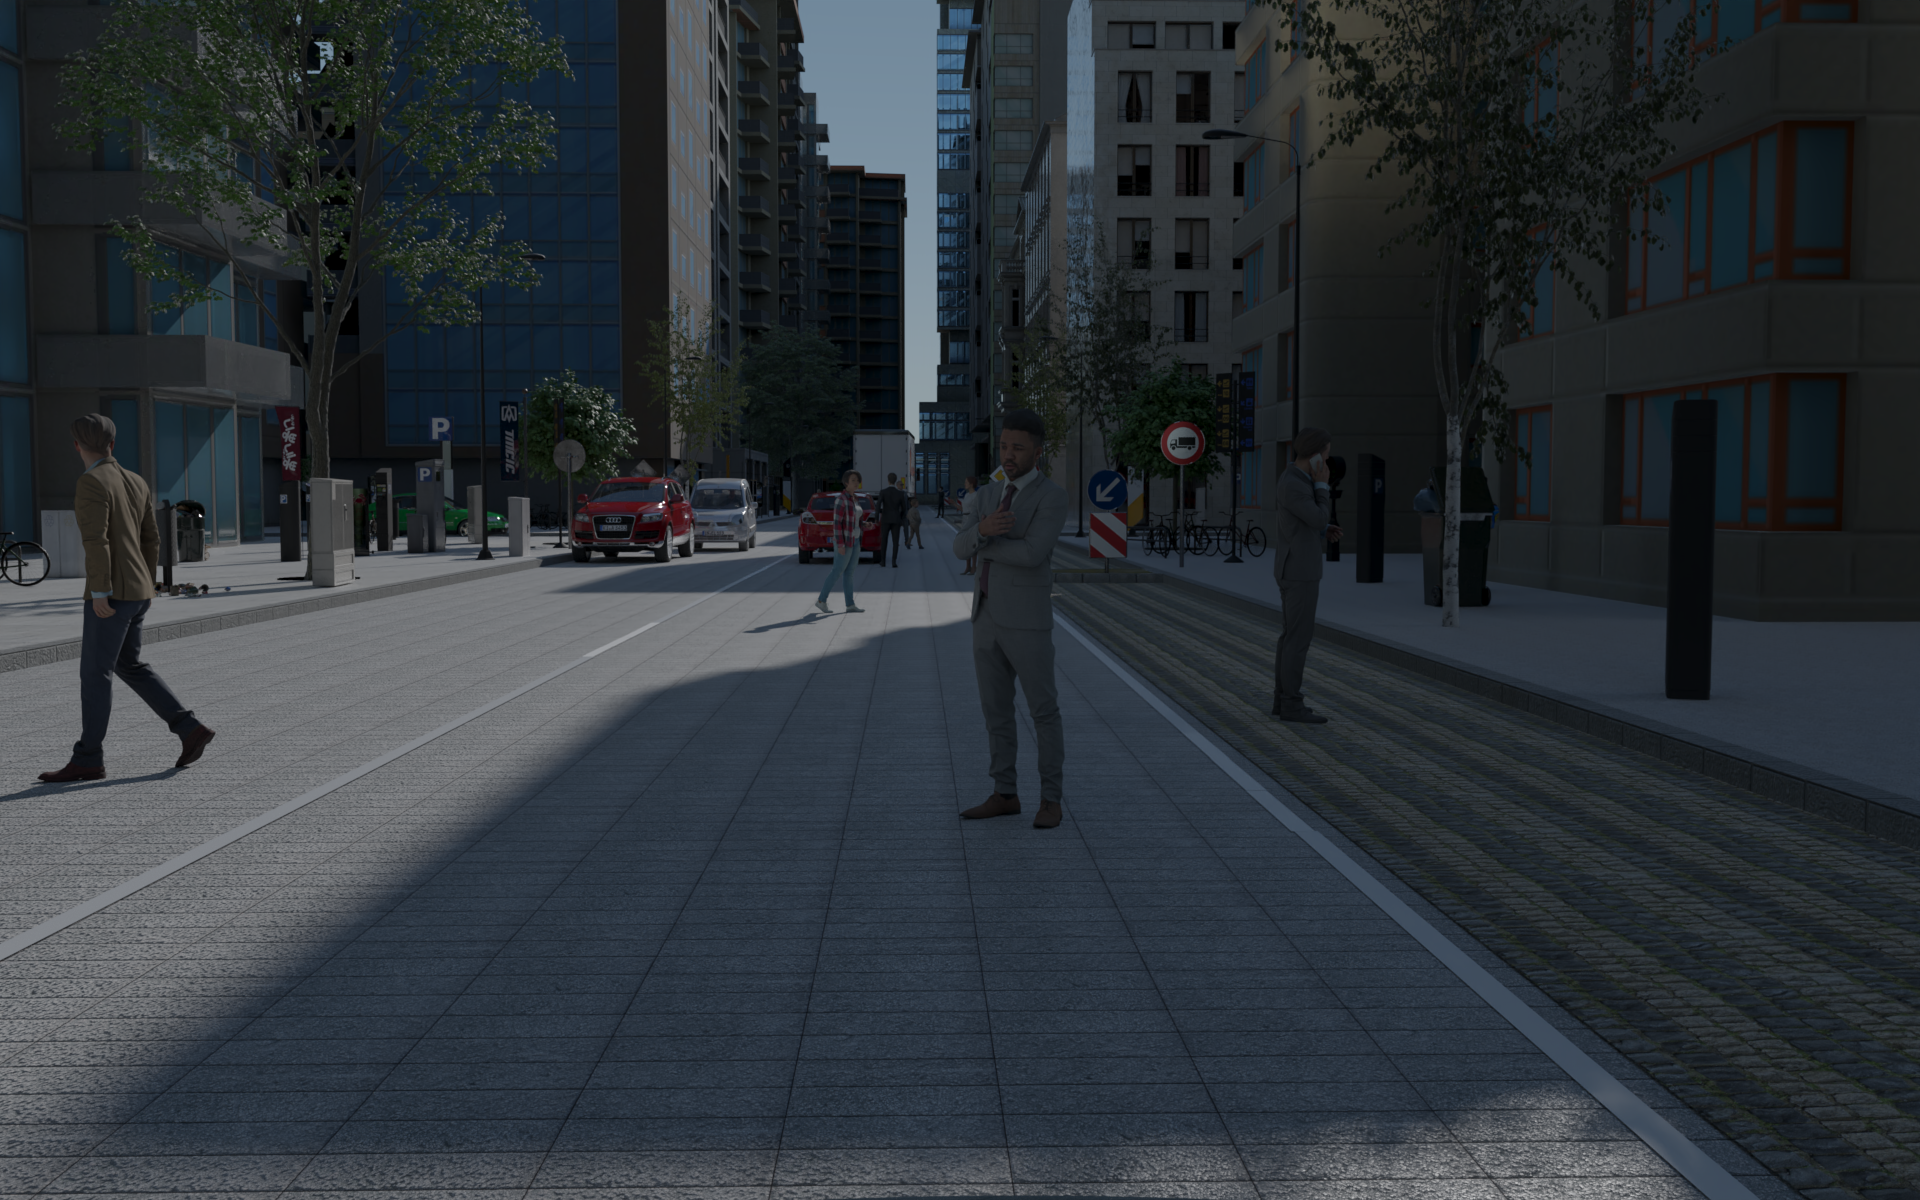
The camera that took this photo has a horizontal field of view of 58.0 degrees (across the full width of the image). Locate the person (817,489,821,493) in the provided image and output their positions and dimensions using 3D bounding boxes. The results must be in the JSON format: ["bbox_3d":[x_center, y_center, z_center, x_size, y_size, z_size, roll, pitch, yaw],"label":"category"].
[{"bbox_3d":[-10.208,-7.168,125.883,0.537,1.800,0.526,1,4,12],"label":"person"}]

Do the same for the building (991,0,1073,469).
[{"bbox_3d":[9.521,-28.250,145.486,14.154,41.232,14.086,0,4,-2],"label":"building"}]

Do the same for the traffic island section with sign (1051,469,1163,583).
[{"bbox_3d":[2.249,-1.224,28.638,1.989,1.847,2.006,0,4,-2],"label":"traffic island section with sign"}]

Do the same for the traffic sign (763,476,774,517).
[{"bbox_3d":[-10.648,-5.758,96.275,0.606,2.300,0.079,0,4,7],"label":"traffic sign"}]

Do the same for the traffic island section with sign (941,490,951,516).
[{"bbox_3d":[-0.024,-6.319,111.936,1.989,1.847,2.006,0,4,-2],"label":"traffic island section with sign"}]

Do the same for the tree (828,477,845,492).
[{"bbox_3d":[-13.674,-12.001,190.824,1.663,3.219,1.824,0,3,0],"label":"tree"}]

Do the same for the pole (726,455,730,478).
[{"bbox_3d":[-12.082,-5.898,90.270,0.158,3.312,0.155,0,3,0],"label":"pole"}]

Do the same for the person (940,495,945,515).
[{"bbox_3d":[-1.240,-6.522,115.227,0.391,1.810,0.635,-3,5,-42],"label":"person"}]

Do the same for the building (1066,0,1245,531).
[{"bbox_3d":[12.853,-12.850,64.848,16.860,20.320,10.420,0,4,-2],"label":"building"}]

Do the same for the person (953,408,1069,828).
[{"bbox_3d":[0.209,0.071,7.525,0.511,1.800,0.466,2,4,26],"label":"person"}]

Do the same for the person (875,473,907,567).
[{"bbox_3d":[-1.383,-1.569,33.930,0.659,1.850,0.755,-1,4,-11],"label":"person"}]

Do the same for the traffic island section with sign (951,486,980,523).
[{"bbox_3d":[0.718,-4.671,84.991,1.989,1.847,2.006,0,4,-2],"label":"traffic island section with sign"}]

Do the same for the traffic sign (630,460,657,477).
[{"bbox_3d":[-9.284,-2.885,50.808,0.795,2.450,0.064,0,4,-2],"label":"traffic sign"}]

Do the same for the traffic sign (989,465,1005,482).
[{"bbox_3d":[1.389,-3.390,59.066,0.795,2.450,0.064,0,4,-2],"label":"traffic sign"}]

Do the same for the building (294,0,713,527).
[{"bbox_3d":[-18.407,-25.895,73.491,14.600,45.320,14.200,0,4,-2],"label":"building"}]

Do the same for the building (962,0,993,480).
[{"bbox_3d":[14.906,-37.050,195.011,28.713,52.752,27.495,0,4,-2],"label":"building"}]

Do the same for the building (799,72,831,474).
[{"bbox_3d":[-30.134,-35.263,196.152,30.456,49.044,23.786,0,4,-2],"label":"building"}]

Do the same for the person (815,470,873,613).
[{"bbox_3d":[-1.396,-0.711,20.961,0.643,1.720,0.563,1,4,22],"label":"person"}]

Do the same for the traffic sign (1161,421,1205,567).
[{"bbox_3d":[3.885,-1.845,30.265,0.768,2.556,0.104,0,4,3],"label":"traffic sign"}]

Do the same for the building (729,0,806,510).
[{"bbox_3d":[-24.616,-30.137,147.366,22.147,44.769,28.867,0,4,-2],"label":"building"}]

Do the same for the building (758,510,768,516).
[{"bbox_3d":[-21.883,-40.463,99.824,20.563,71.187,20.611,0,4,-2],"label":"building"}]

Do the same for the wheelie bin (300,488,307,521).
[{"bbox_3d":[-31.627,-4.610,83.286,0.693,1.594,0.980,-1,4,-18],"label":"wheelie bin"}]

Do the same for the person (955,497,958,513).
[{"bbox_3d":[-0.189,-7.013,127.851,0.352,1.250,0.332,0,4,6],"label":"person"}]

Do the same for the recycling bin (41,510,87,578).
[{"bbox_3d":[-13.628,-0.868,26.753,0.722,1.027,0.722,1,4,15],"label":"recycling bin"}]

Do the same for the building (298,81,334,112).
[{"bbox_3d":[-74.231,-39.201,230.168,27.495,52.752,28.713,0,4,-2],"label":"building"}]

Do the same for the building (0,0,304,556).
[{"bbox_3d":[-31.489,-25.467,35.993,30.456,49.044,23.786,0,4,-2],"label":"building"}]

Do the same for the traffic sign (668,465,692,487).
[{"bbox_3d":[-9.502,-3.373,58.790,0.795,2.450,0.064,0,4,-2],"label":"traffic sign"}]

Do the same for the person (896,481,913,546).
[{"bbox_3d":[-1.589,-2.396,47.852,0.661,1.801,0.590,-3,5,-40],"label":"person"}]

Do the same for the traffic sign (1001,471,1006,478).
[{"bbox_3d":[1.607,-2.902,51.084,0.795,2.450,0.064,0,4,-2],"label":"traffic sign"}]

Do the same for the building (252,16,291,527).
[{"bbox_3d":[-33.549,-25.371,64.932,14.200,45.320,14.600,0,4,-2],"label":"building"}]

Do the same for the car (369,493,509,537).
[{"bbox_3d":[-16.252,-2.711,53.113,4.718,1.807,1.959,0,4,-2],"label":"car"}]

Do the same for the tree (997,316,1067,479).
[{"bbox_3d":[3.694,-7.488,72.789,4.737,8.622,4.395,0,3,0],"label":"tree"}]

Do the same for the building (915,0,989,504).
[{"bbox_3d":[8.542,-56.011,228.457,31.000,86.520,22.319,0,4,-2],"label":"building"}]

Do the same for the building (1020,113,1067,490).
[{"bbox_3d":[8.543,-14.716,89.754,9.793,20.994,18.267,0,4,-2],"label":"building"}]

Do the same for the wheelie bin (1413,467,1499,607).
[{"bbox_3d":[5.652,-0.732,19.878,0.980,1.594,0.693,-1,4,-9],"label":"wheelie bin"}]

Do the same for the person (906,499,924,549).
[{"bbox_3d":[-1.191,-1.966,44.919,0.475,1.303,0.640,2,4,35],"label":"person"}]

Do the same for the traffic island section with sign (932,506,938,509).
[{"bbox_3d":[-1.362,-9.311,160.861,1.989,1.847,2.006,0,4,-2],"label":"traffic island section with sign"}]

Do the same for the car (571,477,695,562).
[{"bbox_3d":[-7.096,-1.792,37.974,2.281,1.827,5.304,0,4,0],"label":"car"}]

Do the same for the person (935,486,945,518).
[{"bbox_3d":[-1.179,-5.834,103.241,0.474,1.900,0.648,-2,4,-30],"label":"person"}]

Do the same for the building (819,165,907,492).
[{"bbox_3d":[-21.365,-35.092,228.376,28.867,44.769,22.147,0,4,-2],"label":"building"}]

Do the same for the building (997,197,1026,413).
[{"bbox_3d":[9.810,-18.222,117.006,14.460,24.649,34.723,0,4,-2],"label":"building"}]

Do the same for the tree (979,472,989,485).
[{"bbox_3d":[2.389,-8.741,137.508,1.663,3.219,1.824,0,3,0],"label":"tree"}]

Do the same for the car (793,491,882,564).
[{"bbox_3d":[-2.531,-1.721,37.172,2.155,1.783,4.494,0,4,-3],"label":"car"}]

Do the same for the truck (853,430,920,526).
[{"bbox_3d":[-3.408,-5.638,81.094,2.839,4.237,11.283,0,4,0],"label":"truck"}]

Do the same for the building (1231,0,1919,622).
[{"bbox_3d":[21.428,-11.404,31.491,27.650,21.520,28.899,0,4,-2],"label":"building"}]

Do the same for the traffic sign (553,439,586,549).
[{"bbox_3d":[-9.114,-2.465,40.403,0.768,2.556,0.104,0,4,3],"label":"traffic sign"}]

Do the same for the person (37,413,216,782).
[{"bbox_3d":[-4.278,-0.027,8.845,0.836,1.842,0.656,-2,4,-32],"label":"person"}]

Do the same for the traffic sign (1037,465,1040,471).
[{"bbox_3d":[2.815,-4.237,69.381,0.768,2.556,0.104,0,3,0],"label":"traffic sign"}]

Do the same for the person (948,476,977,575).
[{"bbox_3d":[0.099,-1.320,30.647,0.524,1.755,0.480,-2,4,-32],"label":"person"}]

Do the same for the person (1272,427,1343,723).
[{"bbox_3d":[2.198,-0.161,10.938,0.447,1.846,0.655,0,4,2],"label":"person"}]

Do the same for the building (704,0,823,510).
[{"bbox_3d":[-24.232,-44.857,171.660,20.563,71.187,20.611,0,4,-2],"label":"building"}]

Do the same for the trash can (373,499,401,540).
[{"bbox_3d":[-16.053,-2.257,48.561,0.748,1.137,0.748,0,3,0],"label":"trash can"}]

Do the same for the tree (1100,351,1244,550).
[{"bbox_3d":[5.030,-3.436,39.900,4.285,4.588,4.351,0,3,0],"label":"tree"}]
